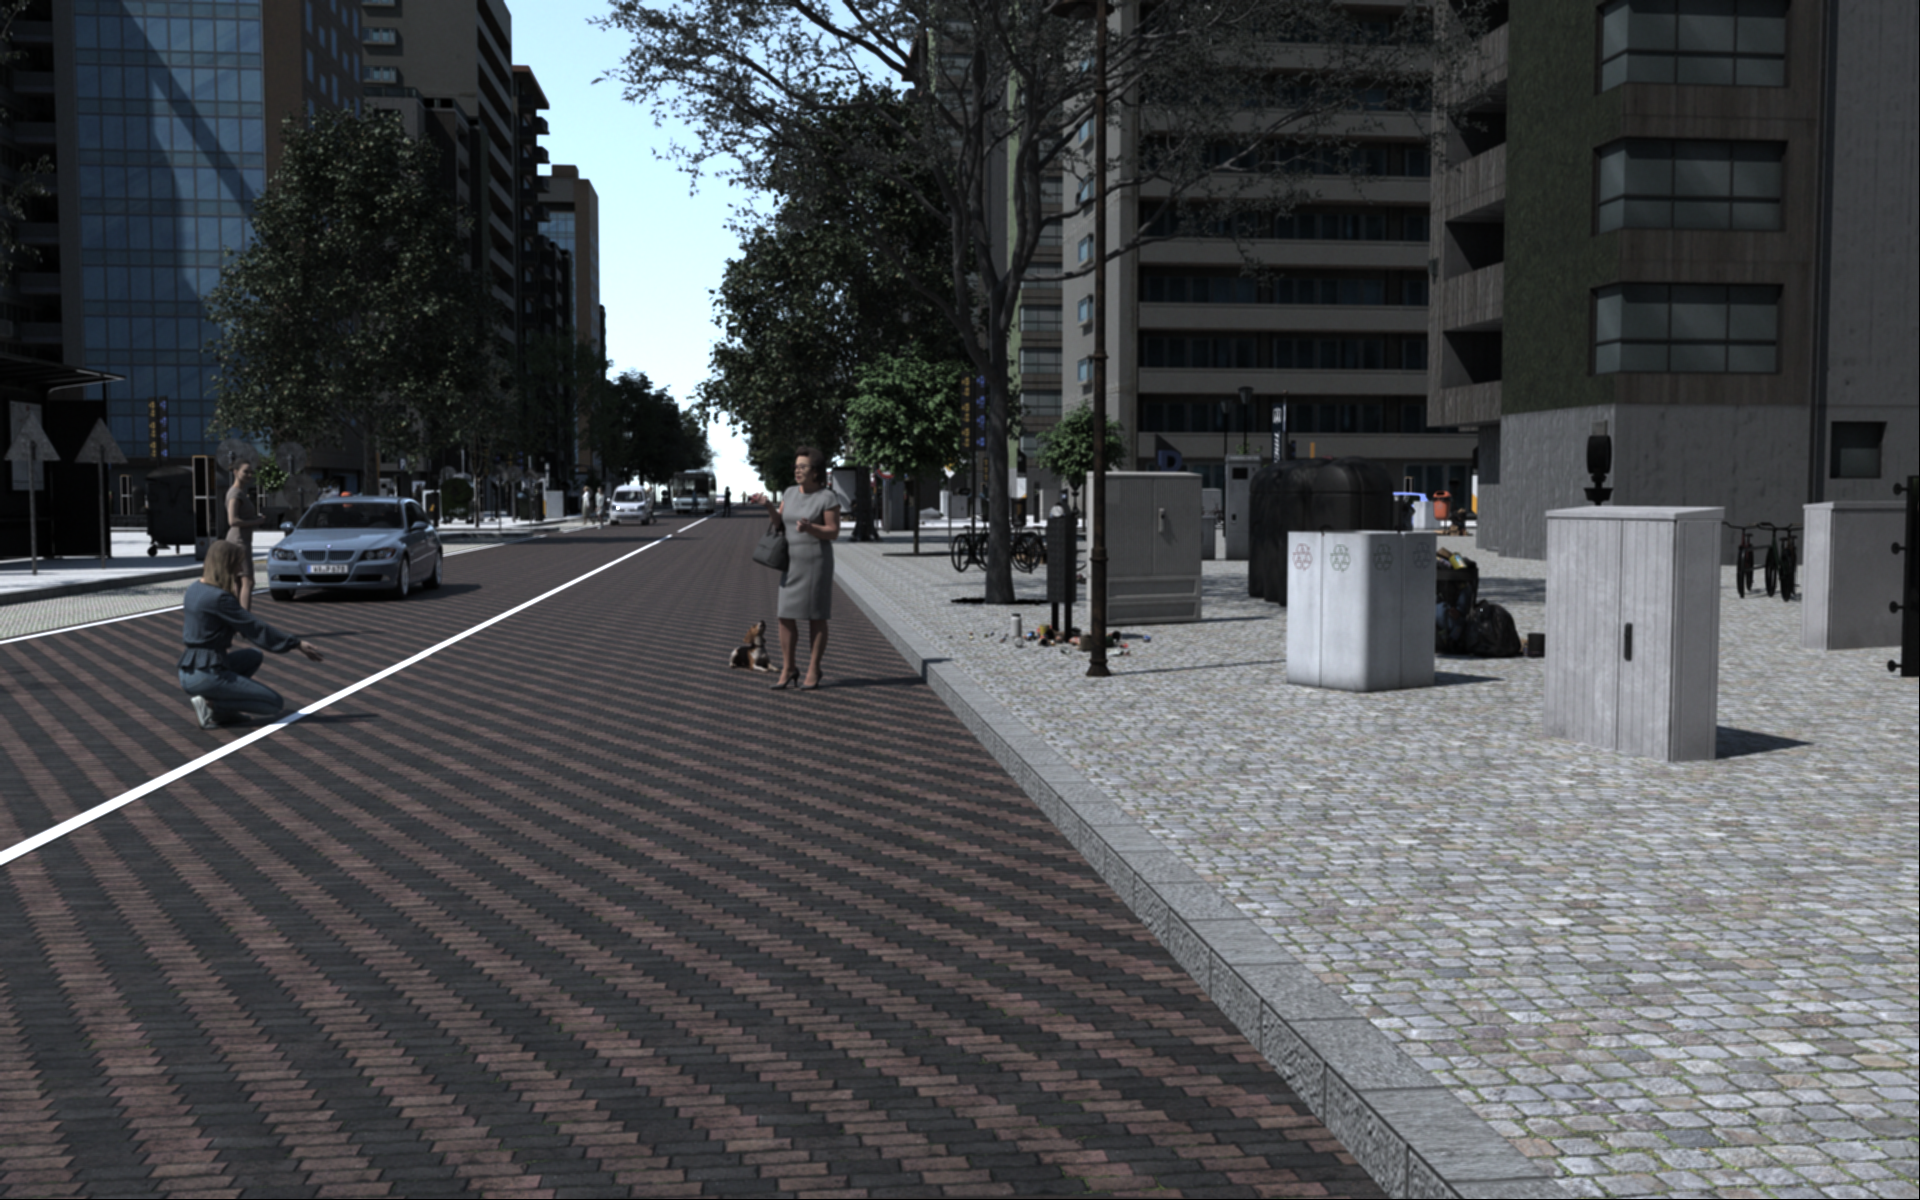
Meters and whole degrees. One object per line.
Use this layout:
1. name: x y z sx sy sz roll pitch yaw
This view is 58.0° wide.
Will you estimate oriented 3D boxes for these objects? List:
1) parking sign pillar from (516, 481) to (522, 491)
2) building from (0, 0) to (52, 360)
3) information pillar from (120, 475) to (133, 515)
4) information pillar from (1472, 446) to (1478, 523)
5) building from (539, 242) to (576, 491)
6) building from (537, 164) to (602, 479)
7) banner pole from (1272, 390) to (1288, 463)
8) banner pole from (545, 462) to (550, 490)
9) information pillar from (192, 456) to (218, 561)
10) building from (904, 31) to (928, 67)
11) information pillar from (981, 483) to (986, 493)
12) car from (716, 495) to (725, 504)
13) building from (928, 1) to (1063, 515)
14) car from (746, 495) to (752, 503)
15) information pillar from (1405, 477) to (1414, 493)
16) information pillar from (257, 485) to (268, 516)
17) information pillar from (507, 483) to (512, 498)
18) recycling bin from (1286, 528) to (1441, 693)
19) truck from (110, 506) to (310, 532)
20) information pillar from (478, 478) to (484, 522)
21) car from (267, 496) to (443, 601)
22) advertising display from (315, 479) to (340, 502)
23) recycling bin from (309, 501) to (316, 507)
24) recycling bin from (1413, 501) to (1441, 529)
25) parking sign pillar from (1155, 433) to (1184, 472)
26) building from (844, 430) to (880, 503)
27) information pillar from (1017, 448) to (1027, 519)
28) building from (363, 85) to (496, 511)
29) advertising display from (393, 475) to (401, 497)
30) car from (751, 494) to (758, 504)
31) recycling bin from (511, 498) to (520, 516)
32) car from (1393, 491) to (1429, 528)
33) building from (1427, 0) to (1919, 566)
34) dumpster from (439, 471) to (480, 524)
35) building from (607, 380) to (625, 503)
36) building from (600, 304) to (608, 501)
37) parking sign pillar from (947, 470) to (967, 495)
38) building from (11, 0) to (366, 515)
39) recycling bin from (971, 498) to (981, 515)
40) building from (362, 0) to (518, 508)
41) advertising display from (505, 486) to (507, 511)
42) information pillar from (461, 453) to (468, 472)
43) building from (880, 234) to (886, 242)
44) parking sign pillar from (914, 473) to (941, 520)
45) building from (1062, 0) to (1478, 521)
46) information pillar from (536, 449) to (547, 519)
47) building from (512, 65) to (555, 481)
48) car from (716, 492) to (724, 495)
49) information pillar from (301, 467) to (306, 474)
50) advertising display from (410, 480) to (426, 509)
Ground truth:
1. parking sign pillar: -34.612 -9.007 135.733 1.447 3.967 1.447 0 4 -5
2. building: -60.115 -24.199 87.535 23.993 40.220 32.217 0 4 -7
3. information pillar: -32.712 -3.884 67.999 0.304 2.012 0.304 0 4 1
4. information pillar: 22.692 -5.167 75.831 0.504 3.616 0.183 2 4 25
5. building: -51.393 -25.928 195.620 14.160 30.474 14.107 0 4 -7
6. building: -57.233 -36.003 238.763 14.600 45.320 14.200 0 4 -7
7. banner pole: 7.752 -3.178 41.977 0.401 3.779 0.863 -1 4 -18
8. banner pole: -28.659 -7.940 119.836 0.863 3.779 0.401 2 4 33
9. information pillar: -14.504 -1.761 33.289 0.304 2.012 0.304 0 4 7
10. building: 5.894 -31.222 165.102 22.147 44.769 28.867 0 4 -7
11. information pillar: 1.601 -6.997 118.887 0.304 2.012 0.304 -1 4 -12
12. car: -31.858 -13.319 230.124 2.083 1.381 4.827 0 4 -6
13. building: 4.421 -27.420 131.909 14.154 41.232 14.086 0 4 -7
14. car: -35.243 -17.202 293.829 1.945 1.354 3.894 -1 4 -9
15. information pillar: 19.431 -4.308 74.921 0.304 2.012 0.304 3 5 40
16. information pillar: -28.803 -4.103 71.576 0.304 2.012 0.304 1 4 11
17. information pillar: -30.898 -6.988 118.751 0.304 2.012 0.304 -2 4 -27
18. recycling bin: 2.684 0.058 11.602 0.722 1.027 0.722 -2 4 -33
19. truck: -29.792 -4.346 60.823 18.799 4.110 2.967 0 4 -5
20. information pillar: -22.187 -4.613 79.913 0.304 2.012 0.304 2 4 30
21. car: -8.594 -0.790 24.911 2.014 1.417 4.499 0 4 -7
22. advertising display: -26.699 -4.157 73.175 0.974 1.923 0.123 -2 4 -29
23. recycling bin: -33.051 -4.596 87.697 0.722 1.027 0.722 -3 5 -41
24. recycling bin: 16.697 -3.020 61.926 0.722 1.027 0.722 -1 4 -19
25. parking sign pillar: 9.328 -5.421 77.100 1.447 3.967 1.447 -2 4 -24
26. building: -3.371 -25.714 265.456 27.650 21.520 28.899 0 4 -7
27. information pillar: 3.109 -5.883 87.545 0.504 3.616 0.183 1 4 16
28. building: -42.229 -21.673 126.050 14.160 30.474 14.107 0 4 -7
29. advertising display: -18.723 -3.206 57.624 0.123 1.923 0.974 -2 4 -24
30. car: -28.497 -14.343 243.552 2.155 1.783 4.494 0 4 -7
31. recycling bin: -26.250 -5.530 102.972 0.722 1.027 0.722 2 4 25
32. car: 16.379 -3.484 66.547 3.694 1.707 1.945 0 4 -7
33. building: 17.762 -16.256 37.482 14.160 30.474 14.107 0 4 -7
34. dumpster: -21.462 -4.383 74.156 1.502 2.255 1.985 0 4 -6
35. building: -68.259 -26.253 274.269 27.650 21.520 28.899 0 4 -7
36. building: -59.316 -29.449 253.196 14.160 30.474 14.107 0 4 -7
37. parking sign pillar: -0.205 -7.901 117.647 1.447 3.967 1.447 1 4 21
38. building: -41.251 -27.185 94.582 14.600 45.320 14.200 0 4 -7
39. recycling bin: 0.803 -5.614 104.349 0.722 1.027 0.722 3 4 38
40. building: -50.410 -32.074 148.119 21.300 48.544 21.600 0 4 -7
41. advertising display: -31.824 -7.173 122.487 0.123 1.923 0.974 2 4 26
42. information pillar: -28.282 -6.582 98.967 0.504 3.616 0.183 2 4 31
43. building: 1.588 -33.003 194.226 22.147 44.769 28.867 0 4 -7
44. parking sign pillar: -1.670 -6.059 87.541 1.447 3.967 1.447 1 4 10
45. building: 16.544 -28.572 90.859 21.600 48.544 21.300 0 4 -7
46. information pillar: -21.441 -5.949 88.626 0.504 3.616 0.183 -1 4 -19
47. building: -52.988 -31.730 173.403 22.147 44.769 28.867 0 4 -7
48. car: -33.571 -14.245 242.692 2.009 1.686 4.222 0 4 -7
49. information pillar: -30.031 -5.376 79.248 0.183 3.616 0.504 0 4 -8
50. advertising display: -24.943 -4.559 79.751 0.123 1.923 0.974 2 4 25
